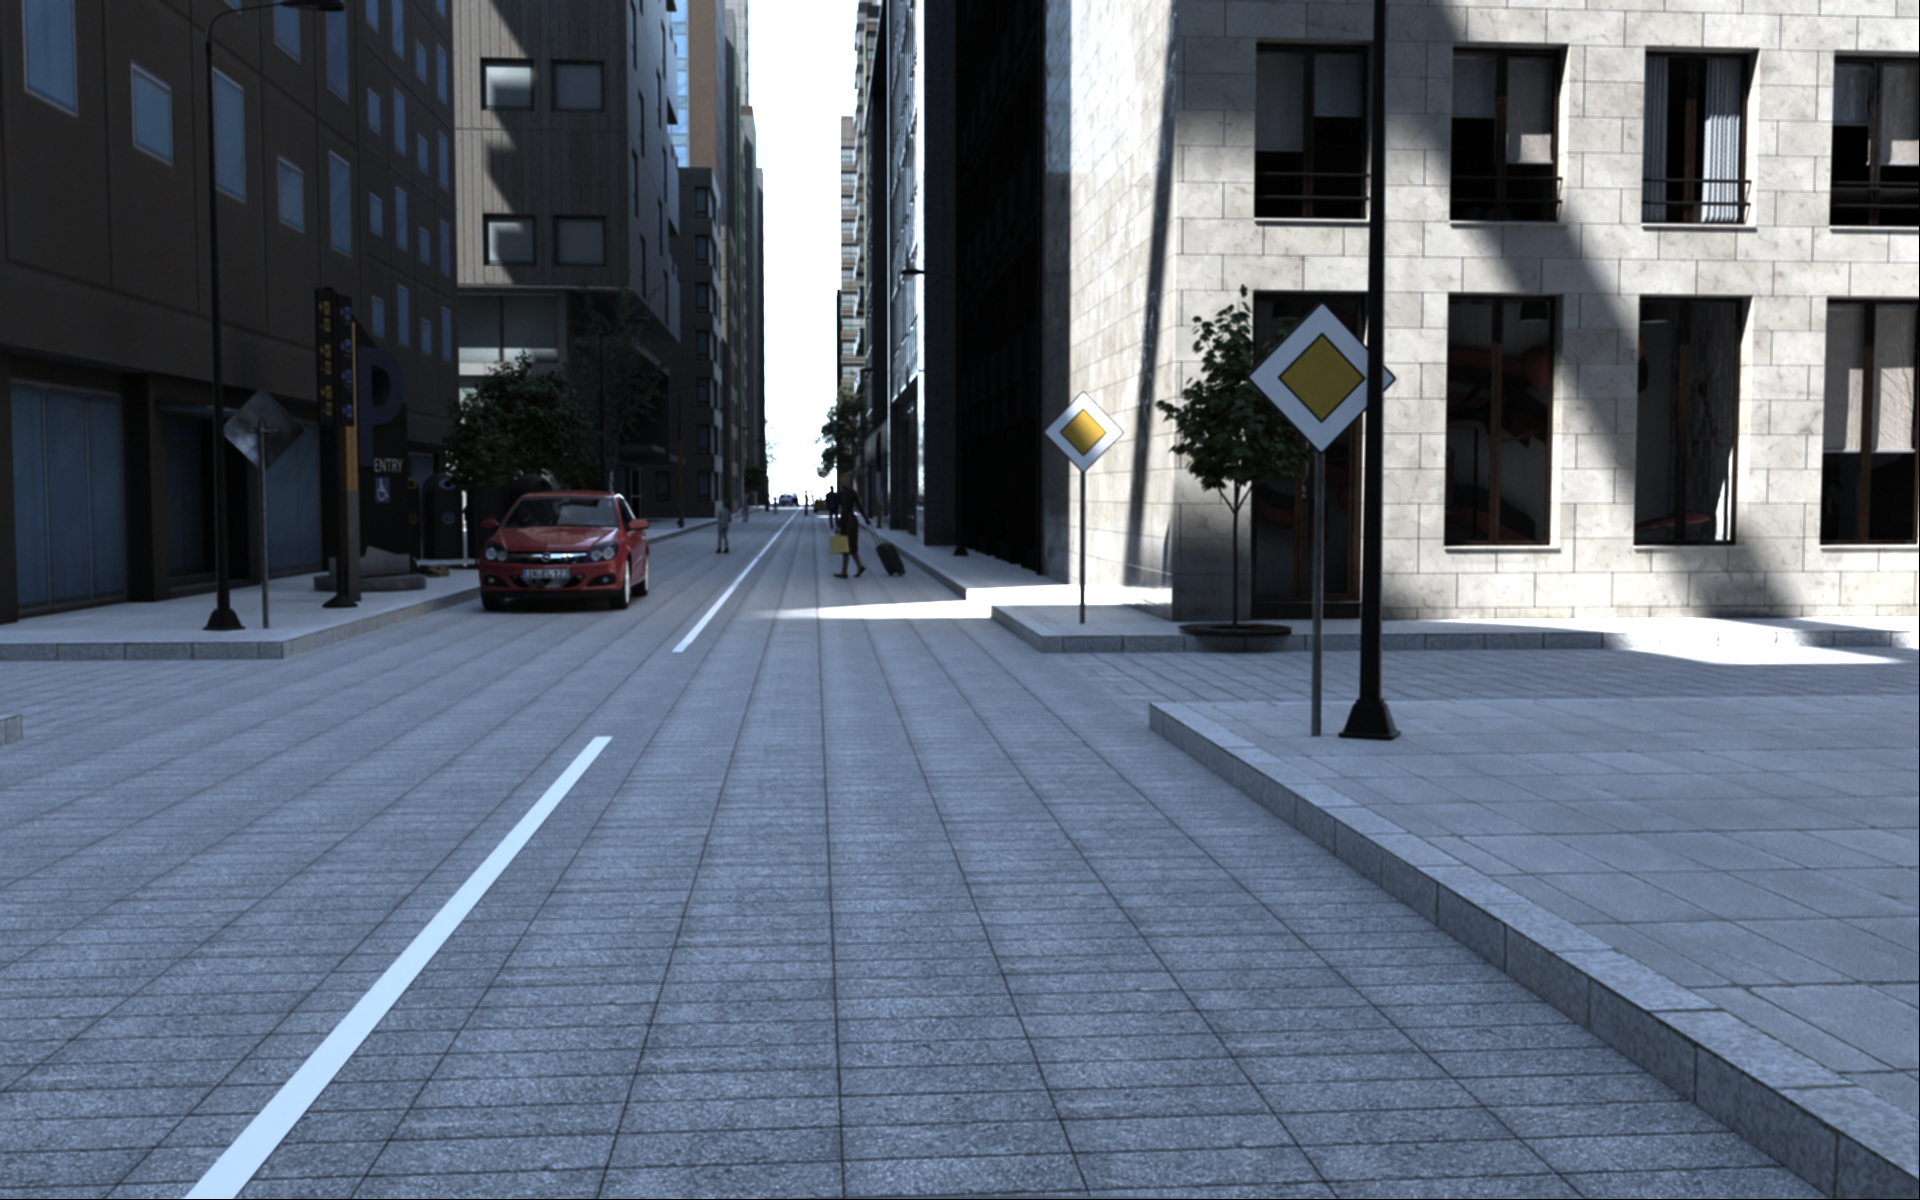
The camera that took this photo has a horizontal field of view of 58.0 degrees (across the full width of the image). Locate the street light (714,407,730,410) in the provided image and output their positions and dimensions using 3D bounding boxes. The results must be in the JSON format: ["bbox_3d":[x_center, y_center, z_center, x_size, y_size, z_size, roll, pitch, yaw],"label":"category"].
[{"bbox_3d":[-13.015,-7.355,92.796,1.470,5.913,1.316,0,4,-5],"label":"street light"}]

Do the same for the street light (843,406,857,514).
[{"bbox_3d":[-5.306,-7.290,91.740,1.470,5.913,1.316,0,4,-5],"label":"street light"}]

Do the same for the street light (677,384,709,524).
[{"bbox_3d":[-11.311,-6.163,73.303,1.470,5.913,1.316,0,4,-5],"label":"street light"}]

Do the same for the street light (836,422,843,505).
[{"bbox_3d":[-7.083,-8.507,111.631,1.470,5.913,1.316,0,4,-5],"label":"street light"}]

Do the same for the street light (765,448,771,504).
[{"bbox_3d":[-20.054,-12.431,175.784,1.470,5.913,1.316,0,4,-5],"label":"street light"}]

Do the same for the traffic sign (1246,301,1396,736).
[{"bbox_3d":[1.887,-0.335,9.128,0.795,2.450,0.064,0,4,-5],"label":"traffic sign"}]

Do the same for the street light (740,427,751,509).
[{"bbox_3d":[-15.376,-9.056,120.607,1.470,5.913,1.316,0,4,-5],"label":"street light"}]

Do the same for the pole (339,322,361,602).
[{"bbox_3d":[-7.276,-1.637,20.610,0.158,3.312,0.155,0,3,0],"label":"pole"}]

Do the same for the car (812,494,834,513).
[{"bbox_3d":[-10.332,-7.485,132.598,2.015,1.641,3.980,0,4,-4],"label":"car"}]

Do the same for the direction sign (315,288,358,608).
[{"bbox_3d":[-7.045,-1.687,19.581,0.379,3.537,0.876,0,4,4],"label":"direction sign"}]

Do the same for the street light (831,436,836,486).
[{"bbox_3d":[-9.478,-10.221,139.647,1.470,5.913,1.316,0,4,-5],"label":"street light"}]

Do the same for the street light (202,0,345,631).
[{"bbox_3d":[-6.436,-2.675,16.273,1.470,5.913,1.316,0,4,-5],"label":"street light"}]

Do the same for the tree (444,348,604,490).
[{"bbox_3d":[-9.737,-3.377,38.923,4.285,4.588,4.351,0,3,0],"label":"tree"}]

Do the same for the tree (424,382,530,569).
[{"bbox_3d":[-8.333,-2.154,29.813,1.663,3.219,1.824,0,3,0],"label":"tree"}]

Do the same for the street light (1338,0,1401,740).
[{"bbox_3d":[1.635,-2.228,8.972,1.470,5.913,1.316,0,4,-5],"label":"street light"}]

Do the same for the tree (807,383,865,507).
[{"bbox_3d":[-11.100,-15.967,178.062,9.611,12.733,9.660,0,3,0],"label":"tree"}]

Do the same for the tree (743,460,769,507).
[{"bbox_3d":[-20.017,-11.176,166.448,4.285,4.588,4.351,0,3,0],"label":"tree"}]

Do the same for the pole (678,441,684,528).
[{"bbox_3d":[-10.641,-4.416,66.043,0.158,3.312,0.155,0,3,0],"label":"pole"}]

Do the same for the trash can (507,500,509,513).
[{"bbox_3d":[-11.576,-1.934,43.272,0.748,1.137,0.748,0,3,0],"label":"trash can"}]

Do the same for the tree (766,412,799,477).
[{"bbox_3d":[-28.055,-20.719,249.117,12.009,13.543,11.850,0,3,0],"label":"tree"}]

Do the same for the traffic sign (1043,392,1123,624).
[{"bbox_3d":[1.208,-0.822,17.084,0.795,2.450,0.064,0,4,-5],"label":"traffic sign"}]

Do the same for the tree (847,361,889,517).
[{"bbox_3d":[-4.284,-8.871,95.399,4.360,8.622,3.978,0,3,0],"label":"tree"}]

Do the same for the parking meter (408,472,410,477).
[{"bbox_3d":[-12.778,-2.077,39.667,0.399,1.863,0.255,0,4,4],"label":"parking meter"}]

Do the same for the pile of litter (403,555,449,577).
[{"bbox_3d":[-8.675,-0.815,27.296,1.176,0.858,1.719,-2,4,-25],"label":"pile of litter"}]

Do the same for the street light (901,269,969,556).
[{"bbox_3d":[-0.523,-3.874,35.886,1.470,5.913,1.316,0,4,-5],"label":"street light"}]

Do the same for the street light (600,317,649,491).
[{"bbox_3d":[-8.883,-4.470,45.624,1.470,5.913,1.316,0,4,-5],"label":"street light"}]

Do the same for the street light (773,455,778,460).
[{"bbox_3d":[-22.483,-14.124,203.473,1.470,5.913,1.316,0,4,-5],"label":"street light"}]

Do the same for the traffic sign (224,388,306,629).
[{"bbox_3d":[-6.610,-0.783,16.440,0.795,2.450,0.064,0,4,-5],"label":"traffic sign"}]

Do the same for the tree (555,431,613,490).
[{"bbox_3d":[-11.420,-3.482,51.524,1.663,3.219,1.824,0,3,0],"label":"tree"}]

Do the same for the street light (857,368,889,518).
[{"bbox_3d":[-2.974,-5.600,64.104,1.470,5.913,1.316,0,4,-5],"label":"street light"}]

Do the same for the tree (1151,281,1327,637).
[{"bbox_3d":[2.533,-1.296,15.795,1.663,3.219,1.824,0,3,0],"label":"tree"}]

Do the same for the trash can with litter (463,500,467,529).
[{"bbox_3d":[-12.146,-2.013,44.304,1.055,1.170,0.624,-2,4,-28],"label":"trash can with litter"}]

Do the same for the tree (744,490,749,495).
[{"bbox_3d":[-21.872,-10.984,174.182,1.663,3.219,1.824,0,3,0],"label":"tree"}]

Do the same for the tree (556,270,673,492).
[{"bbox_3d":[-11.606,-6.554,57.523,4.360,8.622,3.978,0,3,0],"label":"tree"}]

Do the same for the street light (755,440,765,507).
[{"bbox_3d":[-17.650,-10.747,148.249,1.470,5.913,1.316,0,4,-5],"label":"street light"}]
